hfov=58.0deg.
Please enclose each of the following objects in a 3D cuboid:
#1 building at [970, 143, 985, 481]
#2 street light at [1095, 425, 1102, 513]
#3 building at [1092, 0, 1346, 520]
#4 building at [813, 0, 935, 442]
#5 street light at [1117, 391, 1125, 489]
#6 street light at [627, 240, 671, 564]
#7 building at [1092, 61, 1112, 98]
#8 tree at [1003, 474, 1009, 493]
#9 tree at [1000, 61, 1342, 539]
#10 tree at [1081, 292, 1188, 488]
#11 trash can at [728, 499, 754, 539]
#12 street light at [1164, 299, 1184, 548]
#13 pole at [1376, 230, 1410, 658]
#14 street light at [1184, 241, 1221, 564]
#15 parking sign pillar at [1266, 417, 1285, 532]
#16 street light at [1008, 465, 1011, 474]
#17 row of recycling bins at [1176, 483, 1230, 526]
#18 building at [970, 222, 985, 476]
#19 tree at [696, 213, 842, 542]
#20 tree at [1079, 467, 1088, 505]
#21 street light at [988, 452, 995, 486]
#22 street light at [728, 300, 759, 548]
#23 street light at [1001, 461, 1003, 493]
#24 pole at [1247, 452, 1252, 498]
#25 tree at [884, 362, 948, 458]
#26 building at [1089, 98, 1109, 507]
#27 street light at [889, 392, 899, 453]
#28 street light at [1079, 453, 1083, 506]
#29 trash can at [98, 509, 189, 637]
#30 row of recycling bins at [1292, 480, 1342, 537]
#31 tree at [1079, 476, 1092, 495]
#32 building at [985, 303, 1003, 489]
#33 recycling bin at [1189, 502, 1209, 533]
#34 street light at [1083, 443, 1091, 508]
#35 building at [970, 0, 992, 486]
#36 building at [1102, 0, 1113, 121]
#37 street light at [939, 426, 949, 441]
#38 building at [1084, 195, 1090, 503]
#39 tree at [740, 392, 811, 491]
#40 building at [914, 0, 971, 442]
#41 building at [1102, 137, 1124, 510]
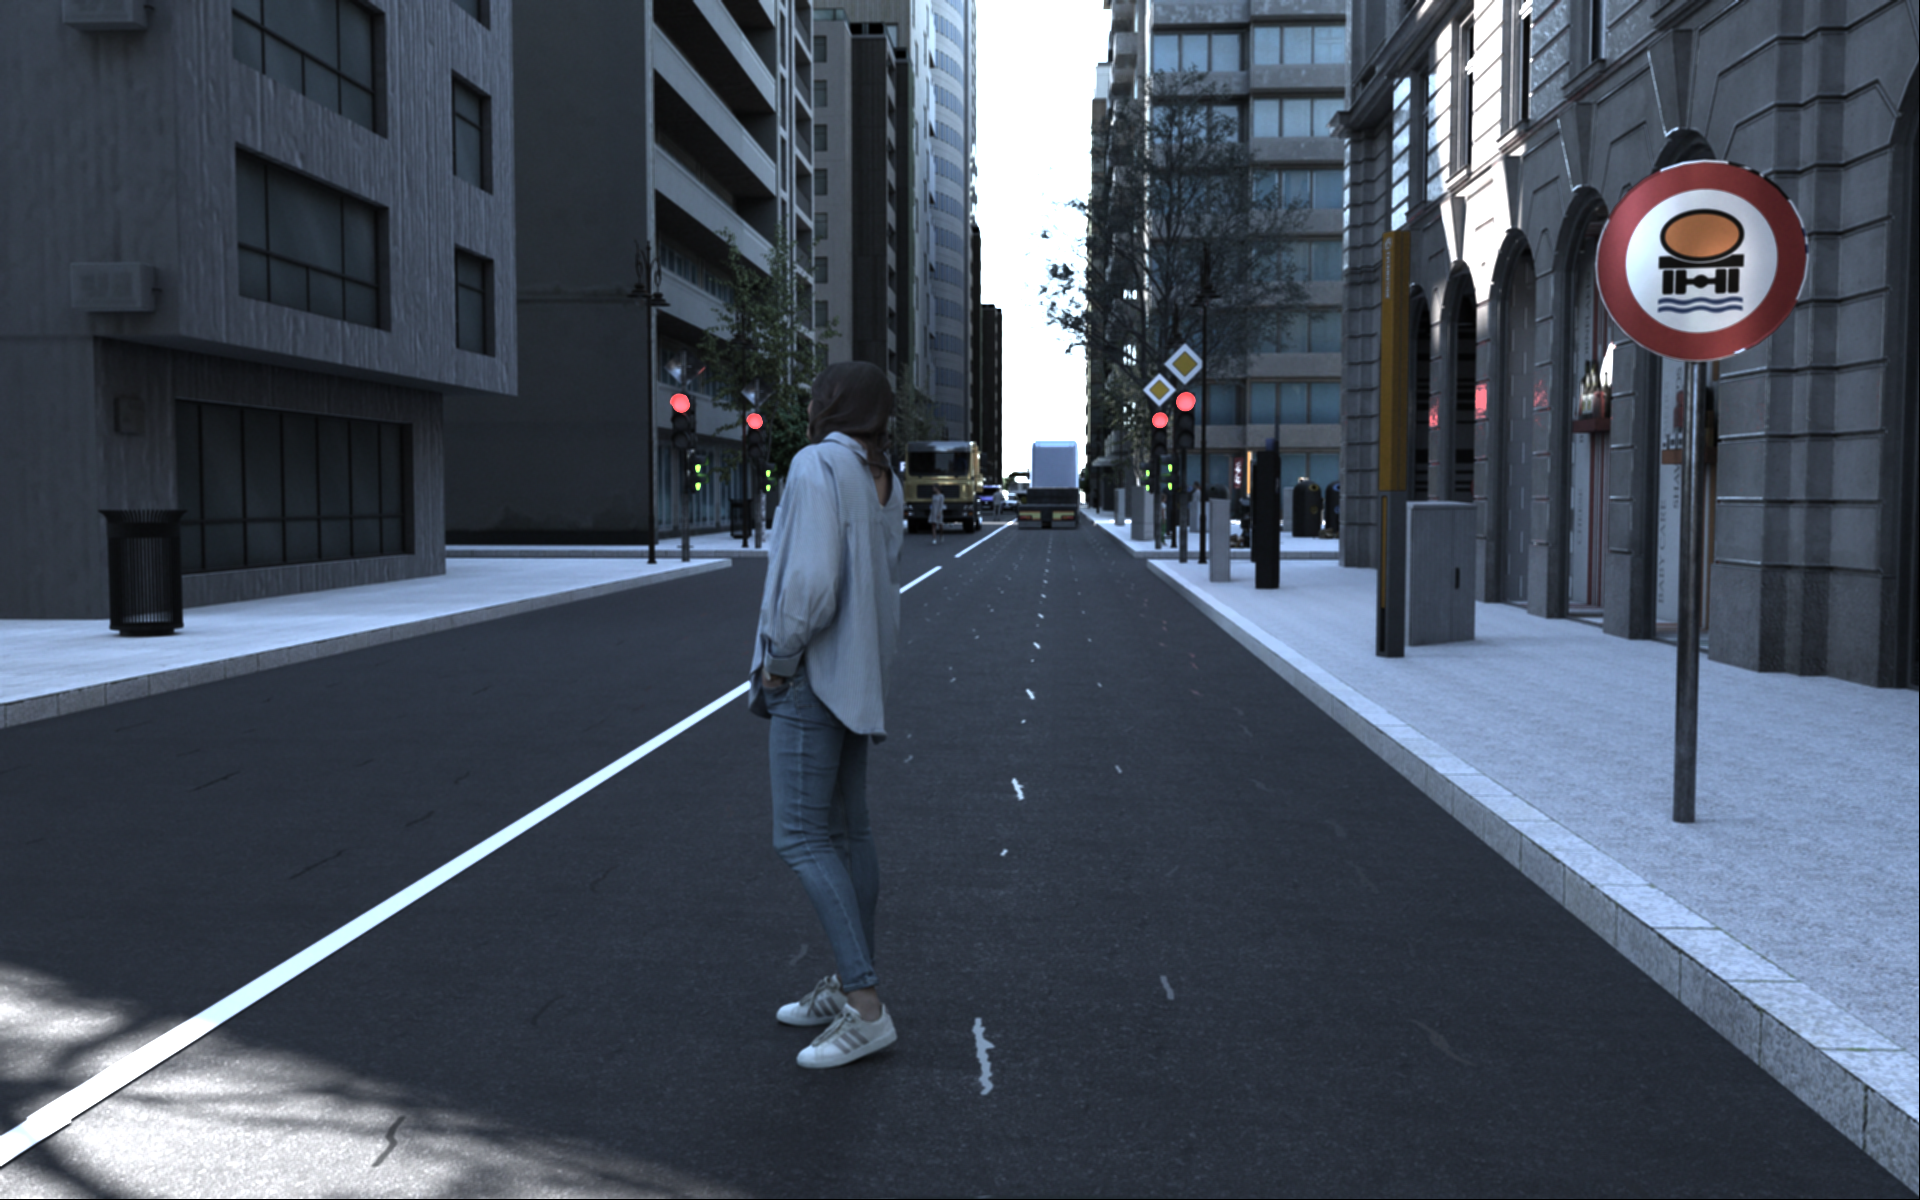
[{"bbox_3d":[-9.039,-36.446,215.494,23.786,49.044,30.456,0,4,3],"label":"building"},{"bbox_3d":[9.394,-8.850,117.484,0.468,5.910,1.993,0,4,3],"label":"street light"},{"bbox_3d":[19.724,-29.306,98.769,23.786,49.044,30.456,0,4,3],"label":"building"},{"bbox_3d":[-15.972,-33.061,129.790,28.713,52.752,27.495,0,4,3],"label":"building"},{"bbox_3d":[7.236,-6.423,77.807,0.468,5.910,1.993,0,4,3],"label":"street light"},{"bbox_3d":[-5.680,-3.607,31.758,0.468,5.910,1.993,0,4,3],"label":"street light"},{"bbox_3d":[28.623,-42.518,237.173,21.231,58.520,28.212,0,4,3],"label":"building"},{"bbox_3d":[7.619,-17.436,268.798,4.285,4.588,4.351,0,3,0],"label":"tree"},{"bbox_3d":[5.681,-8.506,49.440,12.009,13.543,11.850,0,3,0],"label":"tree"},{"bbox_3d":[6.509,-6.800,61.535,4.360,8.622,3.978,0,3,0],"label":"tree"},{"bbox_3d":[-6.294,-2.334,49.812,0.748,1.137,0.748,0,3,0],"label":"trash can"},{"bbox_3d":[5.112,-4.186,41.227,0.468,5.910,1.993,0,4,3],"label":"street light"},{"bbox_3d":[3.393,-1.206,13.563,0.158,3.312,0.155,0,3,0],"label":"pole"},{"bbox_3d":[4.487,-3.612,31.852,0.468,5.910,1.993,0,4,3],"label":"street light"},{"bbox_3d":[10.802,-4.365,59.846,1.447,3.967,1.447,1,4,10],"label":"parking sign pillar"},{"bbox_3d":[7.835,-18.407,273.746,0.468,5.910,1.993,0,4,3],"label":"street light"},{"bbox_3d":[9.567,-3.759,68.576,1.069,1.692,3.534,-1,4,-23],"label":"row of recycling bins"},{"bbox_3d":[-5.011,-24.952,179.658,14.160,30.474,14.107,0,4,3],"label":"building"},{"bbox_3d":[-5.249,-5.865,46.253,4.737,8.622,4.395,0,3,0],"label":"tree"},{"bbox_3d":[15.121,-13.596,206.012,4.285,4.588,4.351,0,3,0],"label":"tree"},{"bbox_3d":[3.766,-13.926,200.469,0.468,5.910,1.993,0,4,3],"label":"street light"},{"bbox_3d":[-5.163,-4.199,41.447,0.468,5.910,1.993,0,4,3],"label":"street light"},{"bbox_3d":[5.786,-16.163,237.055,0.468,5.910,1.993,0,4,3],"label":"street light"},{"bbox_3d":[13.927,-5.469,83.259,0.158,3.312,0.155,0,3,0],"label":"pole"},{"bbox_3d":[-2.501,-8.928,96.333,4.360,8.622,3.978,0,3,0],"label":"tree"},{"bbox_3d":[20.605,-30.483,181.992,14.154,41.232,14.086,0,4,3],"label":"building"},{"bbox_3d":[-3.046,-6.465,78.496,0.468,5.910,1.993,0,4,3],"label":"street light"},{"bbox_3d":[13.512,-13.340,190.904,0.468,5.910,1.993,0,4,3],"label":"street light"},{"bbox_3d":[-7.414,-0.251,15.763,0.748,1.137,0.748,0,3,0],"label":"trash can"},{"bbox_3d":[11.692,-2.719,51.572,3.534,1.692,1.069,1,4,11],"label":"row of recycling bins"},{"bbox_3d":[12.188,-10.510,166.436,1.663,3.219,1.824,0,3,0],"label":"tree"},{"bbox_3d":[-0.775,-29.772,258.479,14.160,30.474,14.107,0,4,3],"label":"building"},{"bbox_3d":[8.107,-2.765,57.762,0.722,1.027,0.722,-1,4,-15],"label":"recycling bin"},{"bbox_3d":[11.461,-11.091,154.121,0.468,5.910,1.993,0,4,3],"label":"street light"},{"bbox_3d":[-5.799,-49.047,240.162,20.563,71.187,20.611,0,4,3],"label":"building"},{"bbox_3d":[27.794,-34.937,160.456,28.713,52.752,27.495,0,4,3],"label":"building"},{"bbox_3d":[-1.099,-8.703,115.086,0.468,5.910,1.993,0,4,3],"label":"street light"},{"bbox_3d":[29.784,-39.076,262.600,21.300,48.544,21.600,0,4,3],"label":"building"},{"bbox_3d":[-5.031,-4.237,52.993,4.285,4.588,4.351,0,3,0],"label":"tree"},{"bbox_3d":[-10.225,-37.623,157.138,21.231,58.520,28.212,0,4,3],"label":"building"},{"bbox_3d":[18.616,-22.578,140.853,14.160,30.474,14.107,0,4,3],"label":"building"}]
